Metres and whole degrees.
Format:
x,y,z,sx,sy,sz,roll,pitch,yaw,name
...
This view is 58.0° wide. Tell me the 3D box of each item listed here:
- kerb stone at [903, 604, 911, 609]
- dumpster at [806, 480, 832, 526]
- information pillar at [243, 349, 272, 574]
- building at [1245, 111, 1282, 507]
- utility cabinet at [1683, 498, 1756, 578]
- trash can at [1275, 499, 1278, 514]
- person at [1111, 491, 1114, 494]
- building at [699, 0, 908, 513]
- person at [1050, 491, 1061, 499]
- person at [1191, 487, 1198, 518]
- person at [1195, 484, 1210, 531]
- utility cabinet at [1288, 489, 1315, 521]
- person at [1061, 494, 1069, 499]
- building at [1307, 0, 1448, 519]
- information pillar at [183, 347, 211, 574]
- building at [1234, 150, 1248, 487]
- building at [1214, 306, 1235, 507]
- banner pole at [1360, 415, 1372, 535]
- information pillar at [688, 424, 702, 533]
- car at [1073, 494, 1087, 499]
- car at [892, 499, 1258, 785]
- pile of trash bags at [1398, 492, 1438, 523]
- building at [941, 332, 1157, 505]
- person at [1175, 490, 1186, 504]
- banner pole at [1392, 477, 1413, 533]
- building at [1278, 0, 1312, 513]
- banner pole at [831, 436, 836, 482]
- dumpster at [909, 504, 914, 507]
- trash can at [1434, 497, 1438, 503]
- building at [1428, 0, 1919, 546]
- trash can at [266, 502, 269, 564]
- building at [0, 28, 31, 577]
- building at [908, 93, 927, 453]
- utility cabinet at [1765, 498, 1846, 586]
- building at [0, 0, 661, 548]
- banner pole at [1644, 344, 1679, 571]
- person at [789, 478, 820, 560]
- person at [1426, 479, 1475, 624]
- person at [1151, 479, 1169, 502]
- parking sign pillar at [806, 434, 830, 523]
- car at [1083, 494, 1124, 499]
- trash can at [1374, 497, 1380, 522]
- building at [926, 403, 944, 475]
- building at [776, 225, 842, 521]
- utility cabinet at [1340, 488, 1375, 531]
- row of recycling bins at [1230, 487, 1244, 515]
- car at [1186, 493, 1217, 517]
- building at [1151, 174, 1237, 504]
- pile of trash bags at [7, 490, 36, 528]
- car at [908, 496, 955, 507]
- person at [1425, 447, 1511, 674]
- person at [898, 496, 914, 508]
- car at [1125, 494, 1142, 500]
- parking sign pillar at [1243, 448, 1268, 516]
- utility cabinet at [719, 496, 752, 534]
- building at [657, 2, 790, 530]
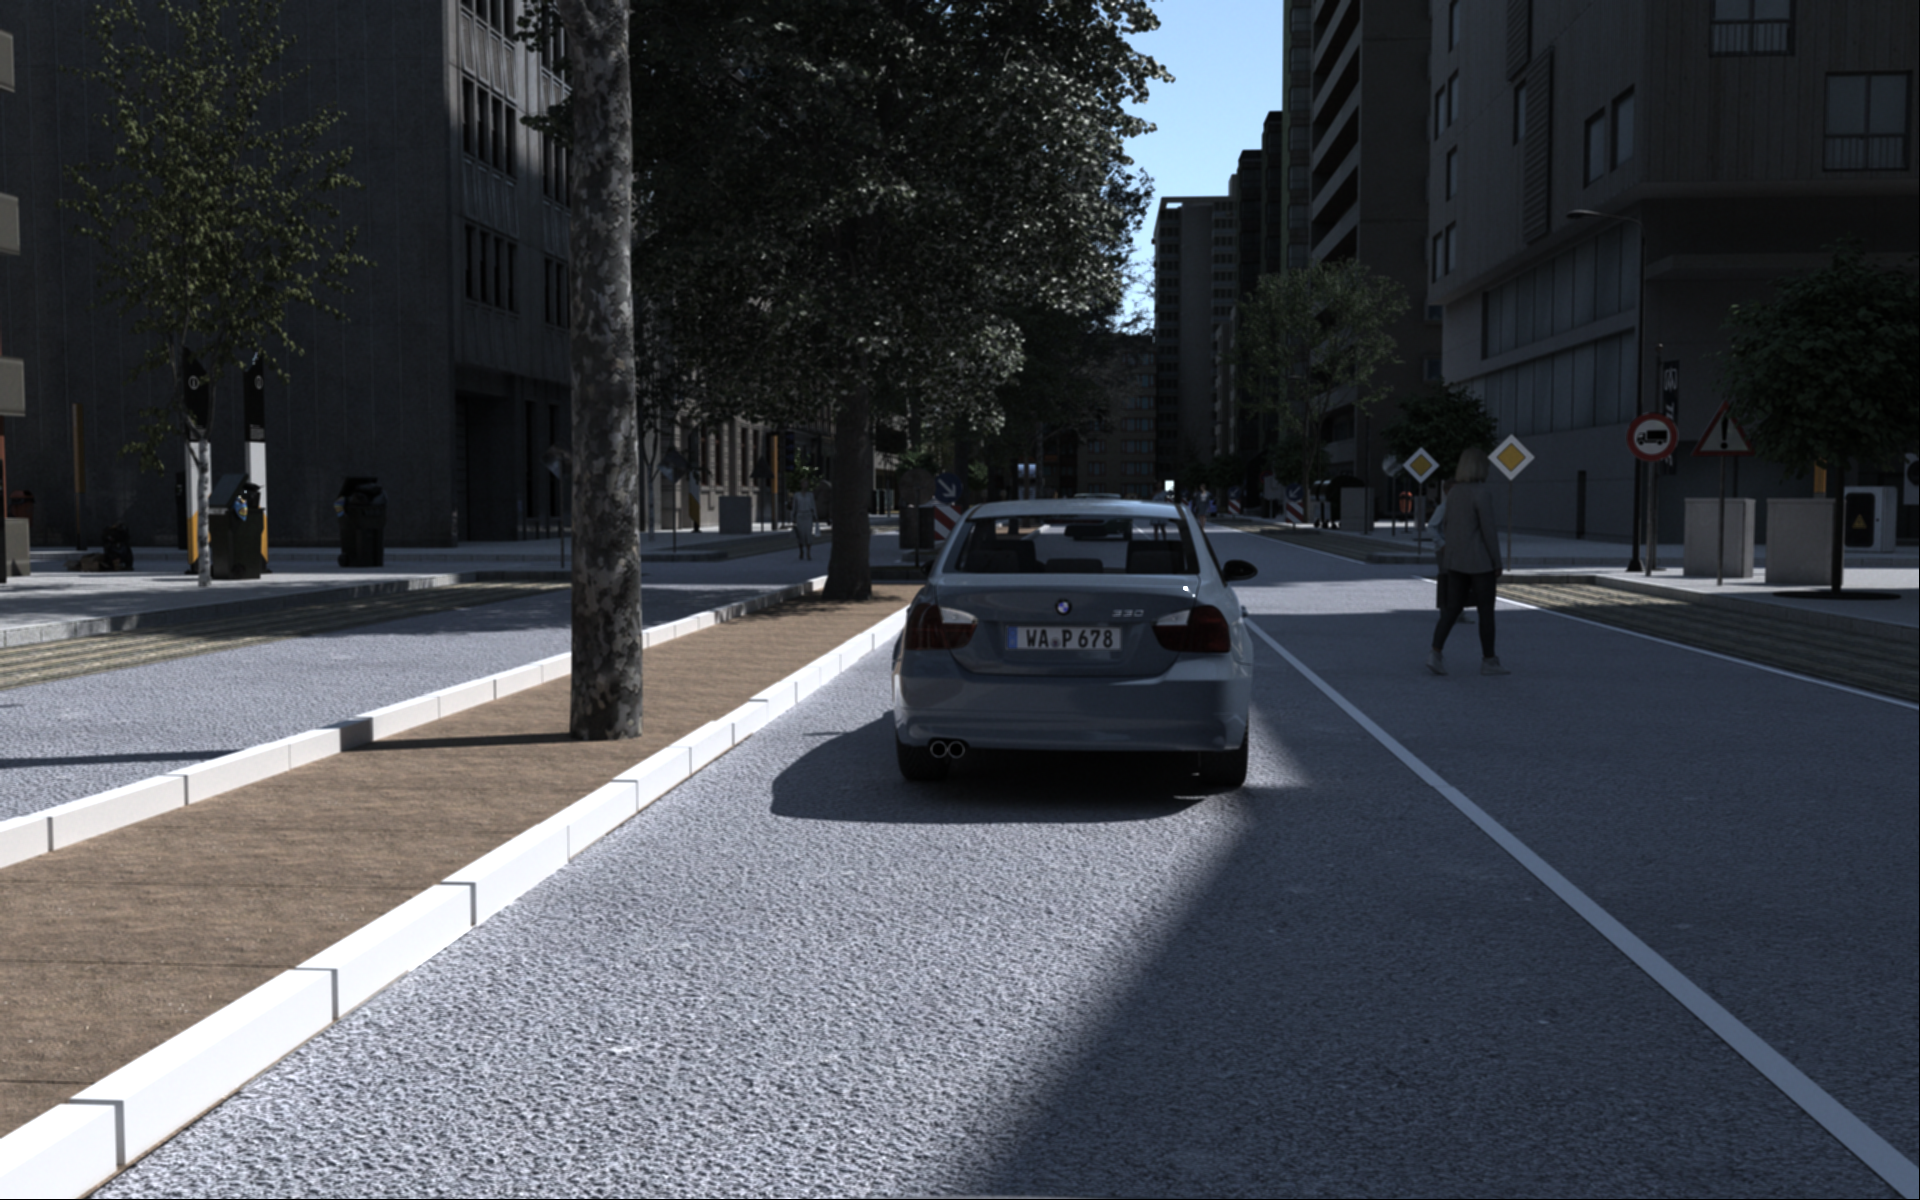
x,y,z,sx,sy,sz,roll,pitch,yaw,name
-0.577,0.167,19.496,0.120,0.150,1.000,0,4,5,kerb stone
-5.759,-3.985,70.914,1.264,1.857,1.865,0,4,5,dumpster
-11.260,-2.223,27.701,0.183,3.616,0.504,0,4,6,information pillar
30.011,-22.124,133.431,14.160,30.474,14.107,0,4,5,building
11.757,-0.958,26.828,0.306,1.237,1.020,-2,4,-33,utility cabinet
19.153,-5.782,106.184,0.748,1.137,0.748,0,3,0,trash can
16.075,-10.669,183.760,0.721,1.723,1.217,-1,4,-22,person
-15.482,-30.615,124.253,21.300,48.544,21.600,0,4,5,building
10.269,-10.901,186.825,1.348,1.812,0.705,0,4,0,person
13.268,-5.442,97.435,0.622,1.834,0.822,1,4,19,person
9.499,-3.614,67.606,0.581,1.822,0.654,2,4,25,person
15.857,-4.387,80.403,1.173,1.500,0.318,2,4,32,utility cabinet
8.957,-8.344,148.108,0.799,1.438,0.628,-2,4,-33,person
31.479,-28.879,95.865,21.300,48.544,21.600,0,4,5,building
-12.237,-2.229,27.793,0.183,3.616,0.504,1,4,17,information pillar
30.387,-22.994,147.655,14.160,30.474,14.107,0,4,5,building
39.782,-19.797,168.717,27.650,21.520,28.899,0,4,5,building
12.982,-3.981,55.114,0.401,3.779,0.863,1,4,23,banner pole
-8.857,-4.061,57.759,0.183,3.616,0.504,2,4,30,information pillar
6.239,-4.610,85.595,2.015,1.641,3.980,0,4,6,car
0.706,0.130,9.885,2.014,1.417,4.499,0,4,6,car
20.862,-4.086,76.562,1.912,1.369,3.447,-3,5,-40,pile of trash bags
9.118,-22.491,212.764,28.899,21.520,27.650,0,4,5,building
18.430,-8.267,144.382,1.217,1.735,0.721,-2,4,-27,person
14.598,-4.111,57.228,0.863,3.779,0.401,-2,4,-27,banner pole
28.971,-26.627,118.948,14.154,41.232,14.086,0,4,5,building
-5.355,-5.172,74.582,0.401,3.779,0.863,-3,5,-43,banner pole
-2.868,-6.383,106.862,1.502,2.255,1.985,0,4,4,dumpster
21.851,-4.088,78.488,0.748,1.137,0.748,0,3,0,trash can
30.097,-28.315,52.195,27.495,52.752,28.713,0,4,5,building
-12.400,-1.129,30.121,0.748,1.137,0.748,0,3,0,trash can
-30.162,-10.337,14.057,28.899,21.520,27.650,0,4,5,building
-10.359,-28.061,142.392,14.154,41.232,14.086,0,4,5,building
12.013,-0.823,24.620,0.306,1.237,1.020,-2,4,-32,utility cabinet
-17.283,-14.236,50.777,12.078,24.808,19.932,0,4,5,building
11.700,-2.372,28.794,0.401,3.779,0.863,0,4,-8,banner pole
-3.358,-1.768,37.754,0.694,1.780,0.624,0,4,6,person
5.426,-0.540,19.142,0.589,1.601,0.330,-2,4,-25,person
5.173,-2.239,45.199,0.616,1.811,0.778,1,4,23,person
-6.551,-5.449,77.563,1.447,3.967,1.447,1,4,9,parking sign pillar
4.517,-2.624,54.701,2.131,1.459,4.920,0,4,5,car
18.822,-4.127,79.131,0.748,1.137,0.748,0,3,0,trash can
-13.956,-29.333,171.474,23.993,40.220,32.217,0,4,5,building
-12.231,-13.877,91.511,10.561,19.102,19.286,0,4,5,building
13.621,-3.099,59.345,0.318,1.500,1.173,-3,5,-42,utility cabinet
17.421,-6.171,108.003,1.069,1.692,3.534,0,4,0,row of recycling bins
15.199,-6.067,108.787,1.945,1.707,3.694,0,4,4,car
35.778,-31.858,212.758,23.993,40.220,32.217,0,4,5,building
-22.438,-1.843,39.882,1.912,1.369,3.447,0,4,2,pile of trash bags
-0.934,-3.360,67.292,2.083,1.381,4.827,0,4,5,car
4.002,-0.312,13.790,0.728,1.800,0.709,-1,4,-22,person
-2.735,-4.725,86.022,0.850,1.792,0.678,3,4,39,person
18.129,-10.520,182.223,2.015,1.641,3.980,0,4,5,car
17.164,-6.858,100.594,1.447,3.967,1.447,-1,4,-14,parking sign pillar
-7.177,-2.704,55.376,1.020,1.237,0.306,1,4,12,utility cabinet
-14.394,-14.384,71.332,11.583,22.565,21.152,0,4,5,building
